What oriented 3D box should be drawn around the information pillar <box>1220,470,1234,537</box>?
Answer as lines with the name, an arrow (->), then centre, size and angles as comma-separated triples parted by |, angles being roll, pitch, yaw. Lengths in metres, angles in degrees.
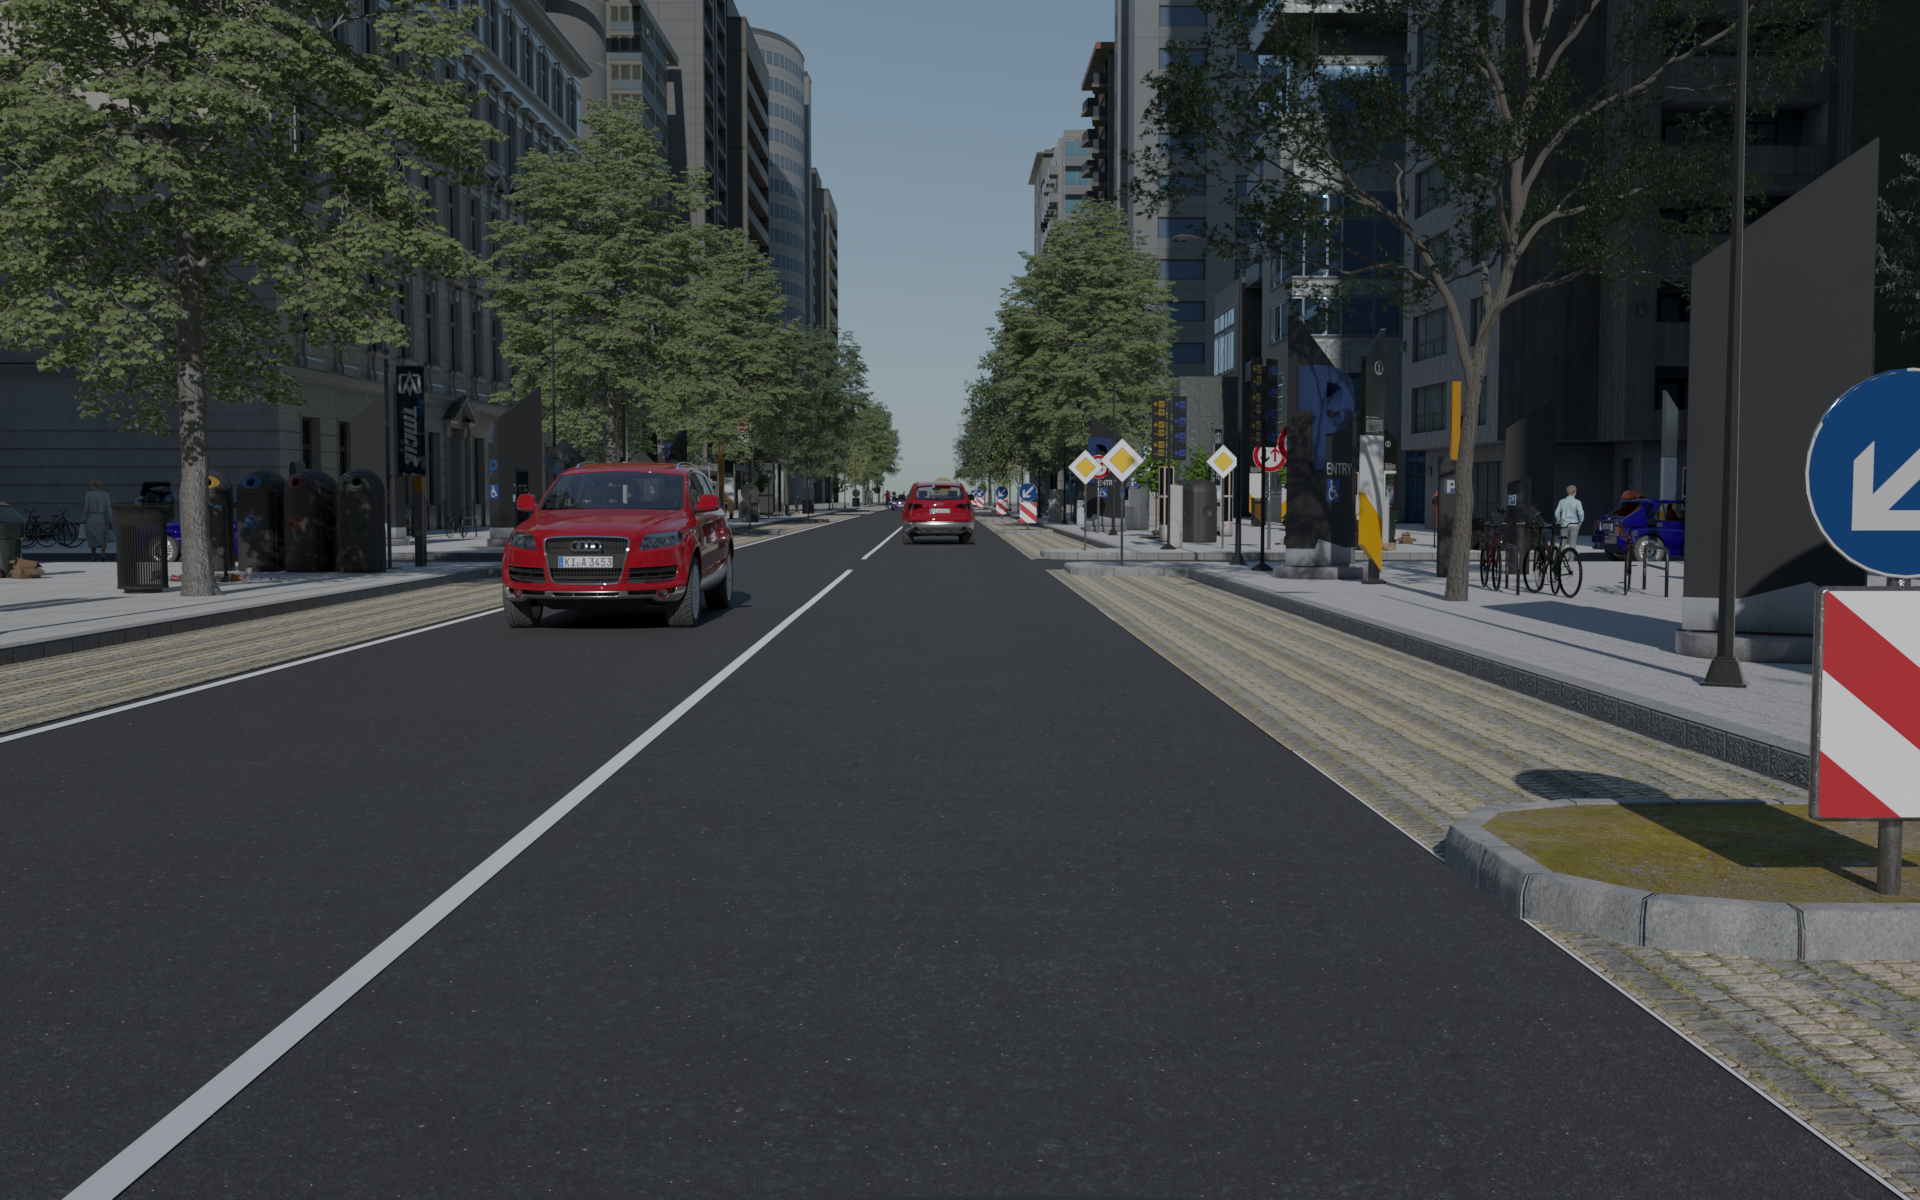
information pillar -> 8.038, -2.918, 52.194 | 0.304, 2.012, 0.304 | 2, 4, 29

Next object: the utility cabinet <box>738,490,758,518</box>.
utility cabinet -> -11.321, -5.131, 92.574 | 1.173, 1.500, 0.318 | 3, 4, 36

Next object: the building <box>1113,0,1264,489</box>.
building -> 22.870, -36.488, 138.577 | 21.231, 58.520, 28.212 | 0, 4, -1

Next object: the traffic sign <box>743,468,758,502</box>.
traffic sign -> -10.318, -5.216, 85.390 | 0.768, 2.556, 0.104 | 0, 4, 8

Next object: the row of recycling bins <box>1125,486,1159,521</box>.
row of recycling bins -> 7.892, -4.642, 83.002 | 3.534, 1.692, 1.069 | 2, 4, 29

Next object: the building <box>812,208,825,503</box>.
building -> -26.428, -34.139, 241.759 | 14.154, 41.232, 14.086 | 0, 4, -1

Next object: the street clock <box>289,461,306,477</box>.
street clock -> -14.638, -2.064, 38.324 | 0.358, 2.002, 0.471 | -3, 5, -41

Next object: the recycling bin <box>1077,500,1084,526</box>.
recycling bin -> 5.164, -3.505, 69.865 | 0.722, 1.027, 0.722 | 2, 4, 25

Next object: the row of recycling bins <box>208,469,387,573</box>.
row of recycling bins -> -11.179, -1.319, 28.679 | 3.534, 1.692, 1.069 | 1, 4, 9

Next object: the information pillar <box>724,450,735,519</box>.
information pillar -> -11.708, -5.904, 87.891 | 0.504, 3.616, 0.183 | 0, 4, -3

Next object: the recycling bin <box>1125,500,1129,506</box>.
recycling bin -> 6.906, -3.481, 69.468 | 0.722, 1.027, 0.722 | -2, 4, -25

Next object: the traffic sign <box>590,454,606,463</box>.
traffic sign -> -11.315, -3.334, 54.610 | 0.768, 2.556, 0.104 | 0, 4, 2

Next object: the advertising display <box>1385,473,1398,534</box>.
advertising display -> 13.467, -2.990, 54.107 | 0.123, 1.923, 0.974 | 0, 4, -2

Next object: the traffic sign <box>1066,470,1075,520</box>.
traffic sign -> 5.532, -5.256, 86.037 | 0.768, 2.556, 0.104 | 0, 4, 5

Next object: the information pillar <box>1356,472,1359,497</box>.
information pillar -> 13.204, -3.288, 58.247 | 0.304, 2.012, 0.304 | -1, 4, -9

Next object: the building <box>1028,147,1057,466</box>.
building -> 25.147, -40.982, 259.285 | 28.713, 52.752, 27.495 | 0, 4, -1

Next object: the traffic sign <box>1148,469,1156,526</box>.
traffic sign -> 6.377, -3.371, 56.307 | 0.795, 2.450, 0.064 | 0, 4, 2

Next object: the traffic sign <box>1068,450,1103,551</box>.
traffic sign -> 2.837, -2.176, 39.221 | 0.795, 2.450, 0.064 | 0, 4, -1

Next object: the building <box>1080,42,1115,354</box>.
building -> 23.140, -31.385, 167.770 | 22.147, 44.769, 28.867 | 0, 4, -1

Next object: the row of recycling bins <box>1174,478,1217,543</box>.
row of recycling bins -> 6.346, -2.444, 47.076 | 1.069, 1.692, 3.534 | 0, 4, -1

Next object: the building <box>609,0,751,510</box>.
building -> -28.533, -43.412, 148.041 | 20.563, 71.187, 20.611 | 0, 4, -1

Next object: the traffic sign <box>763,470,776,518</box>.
traffic sign -> -10.053, -5.560, 91.008 | 0.768, 2.556, 0.104 | 0, 4, 4

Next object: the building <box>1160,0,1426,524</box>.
building -> 23.236, -47.405, 87.742 | 22.319, 86.520, 31.000 | 0, 4, -1

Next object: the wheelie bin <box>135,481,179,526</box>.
wheelie bin -> -19.435, -2.087, 42.026 | 0.980, 1.594, 0.693 | -3, 5, -44

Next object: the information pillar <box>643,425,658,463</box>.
information pillar -> -10.219, -4.021, 57.100 | 0.504, 3.616, 0.183 | -1, 4, -14

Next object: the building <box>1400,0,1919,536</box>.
building -> 23.051, -17.374, 55.774 | 14.107, 30.474, 14.160 | 0, 4, -1

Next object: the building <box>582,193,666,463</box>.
building -> -23.298, -14.393, 99.956 | 10.561, 19.102, 19.286 | 0, 4, -1

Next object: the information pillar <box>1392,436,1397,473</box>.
information pillar -> 15.267, -4.298, 61.622 | 0.504, 3.616, 0.183 | -1, 4, -16

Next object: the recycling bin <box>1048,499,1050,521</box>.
recycling bin -> 4.601, -4.249, 82.028 | 0.722, 1.027, 0.722 | 1, 4, 21

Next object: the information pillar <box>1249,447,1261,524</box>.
information pillar -> 11.944, -4.804, 69.895 | 0.504, 3.616, 0.183 | 1, 4, 12

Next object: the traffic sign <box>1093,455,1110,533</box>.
traffic sign -> 4.532, -3.461, 56.698 | 0.768, 2.556, 0.104 | 0, 4, 3

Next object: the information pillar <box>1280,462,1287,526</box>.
information pillar -> 13.141, -4.780, 69.511 | 0.504, 3.616, 0.183 | 3, 4, 38

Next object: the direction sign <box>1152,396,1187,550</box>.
direction sign -> 4.826, -2.937, 40.016 | 0.876, 3.537, 0.379 | -1, 4, -20

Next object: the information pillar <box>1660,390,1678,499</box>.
information pillar -> 16.092, -2.935, 39.347 | 0.504, 3.616, 0.183 | -2, 4, -34

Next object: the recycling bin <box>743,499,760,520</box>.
recycling bin -> -10.476, -4.548, 86.906 | 0.722, 1.027, 0.722 | -1, 4, -21

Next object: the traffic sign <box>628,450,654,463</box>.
traffic sign -> -7.207, -2.171, 39.139 | 0.795, 2.450, 0.064 | 0, 4, -1

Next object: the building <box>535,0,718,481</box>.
building -> -34.423, -26.552, 126.011 | 32.217, 40.220, 23.993 | 0, 4, -1

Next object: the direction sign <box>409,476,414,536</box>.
direction sign -> -16.855, -3.760, 53.467 | 0.876, 3.537, 0.379 | 2, 4, 33

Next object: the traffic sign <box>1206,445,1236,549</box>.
traffic sign -> 6.152, -2.406, 40.528 | 0.795, 2.450, 0.064 | 0, 4, 4

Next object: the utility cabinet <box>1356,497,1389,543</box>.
utility cabinet -> 9.767, -1.859, 41.554 | 1.020, 1.237, 0.306 | 1, 4, 14

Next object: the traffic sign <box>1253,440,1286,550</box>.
traffic sign -> 7.102, -2.425, 39.751 | 0.768, 2.556, 0.104 | 0, 4, 5

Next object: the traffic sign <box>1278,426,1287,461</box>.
traffic sign -> 5.933, -1.847, 30.311 | 0.768, 2.556, 0.104 | 0, 4, 4

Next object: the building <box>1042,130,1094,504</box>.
building -> 22.367, -37.286, 229.238 | 23.786, 49.044, 30.456 | 0, 4, -1

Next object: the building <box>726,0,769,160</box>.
building -> -30.391, -33.442, 170.480 | 21.300, 48.544, 21.600 | 0, 4, -1

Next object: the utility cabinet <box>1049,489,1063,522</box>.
utility cabinet -> 4.403, -4.248, 78.140 | 0.318, 1.500, 1.173 | 2, 4, 28

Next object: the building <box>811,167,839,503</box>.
building -> -29.548, -38.891, 259.572 | 21.300, 48.544, 21.600 | 0, 4, -1

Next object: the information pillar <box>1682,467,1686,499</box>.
information pillar -> 19.998, -2.628, 47.452 | 0.304, 2.012, 0.304 | -3, 4, -37

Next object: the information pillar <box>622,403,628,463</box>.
information pillar -> -8.706, -3.284, 45.056 | 0.183, 3.616, 0.504 | 0, 4, -5

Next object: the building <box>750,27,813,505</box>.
building -> -30.230, -41.393, 218.767 | 21.231, 58.520, 28.212 | 0, 4, -1

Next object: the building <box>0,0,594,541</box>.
building -> -26.701, -17.828, 67.901 | 17.030, 29.872, 44.131 | 0, 4, -1

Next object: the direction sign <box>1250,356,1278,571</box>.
direction sign -> 5.065, -2.258, 28.919 | 0.379, 3.537, 0.876 | 3, 4, 38

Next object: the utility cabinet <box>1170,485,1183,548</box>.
utility cabinet -> 5.166, -2.005, 41.459 | 0.318, 1.500, 1.173 | 0, 4, 5

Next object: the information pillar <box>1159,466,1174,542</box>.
information pillar -> 5.487, -2.542, 46.054 | 0.304, 2.012, 0.304 | -1, 4, -23

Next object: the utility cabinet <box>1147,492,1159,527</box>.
utility cabinet -> 7.142, -3.597, 67.487 | 1.173, 1.500, 0.318 | 3, 4, 36

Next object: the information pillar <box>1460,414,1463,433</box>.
information pillar -> 14.697, -3.655, 51.107 | 0.183, 3.616, 0.504 | -1, 4, -19

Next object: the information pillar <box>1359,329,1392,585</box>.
information pillar -> 5.840, -2.029, 24.532 | 0.504, 3.616, 0.183 | -3, 5, -43
